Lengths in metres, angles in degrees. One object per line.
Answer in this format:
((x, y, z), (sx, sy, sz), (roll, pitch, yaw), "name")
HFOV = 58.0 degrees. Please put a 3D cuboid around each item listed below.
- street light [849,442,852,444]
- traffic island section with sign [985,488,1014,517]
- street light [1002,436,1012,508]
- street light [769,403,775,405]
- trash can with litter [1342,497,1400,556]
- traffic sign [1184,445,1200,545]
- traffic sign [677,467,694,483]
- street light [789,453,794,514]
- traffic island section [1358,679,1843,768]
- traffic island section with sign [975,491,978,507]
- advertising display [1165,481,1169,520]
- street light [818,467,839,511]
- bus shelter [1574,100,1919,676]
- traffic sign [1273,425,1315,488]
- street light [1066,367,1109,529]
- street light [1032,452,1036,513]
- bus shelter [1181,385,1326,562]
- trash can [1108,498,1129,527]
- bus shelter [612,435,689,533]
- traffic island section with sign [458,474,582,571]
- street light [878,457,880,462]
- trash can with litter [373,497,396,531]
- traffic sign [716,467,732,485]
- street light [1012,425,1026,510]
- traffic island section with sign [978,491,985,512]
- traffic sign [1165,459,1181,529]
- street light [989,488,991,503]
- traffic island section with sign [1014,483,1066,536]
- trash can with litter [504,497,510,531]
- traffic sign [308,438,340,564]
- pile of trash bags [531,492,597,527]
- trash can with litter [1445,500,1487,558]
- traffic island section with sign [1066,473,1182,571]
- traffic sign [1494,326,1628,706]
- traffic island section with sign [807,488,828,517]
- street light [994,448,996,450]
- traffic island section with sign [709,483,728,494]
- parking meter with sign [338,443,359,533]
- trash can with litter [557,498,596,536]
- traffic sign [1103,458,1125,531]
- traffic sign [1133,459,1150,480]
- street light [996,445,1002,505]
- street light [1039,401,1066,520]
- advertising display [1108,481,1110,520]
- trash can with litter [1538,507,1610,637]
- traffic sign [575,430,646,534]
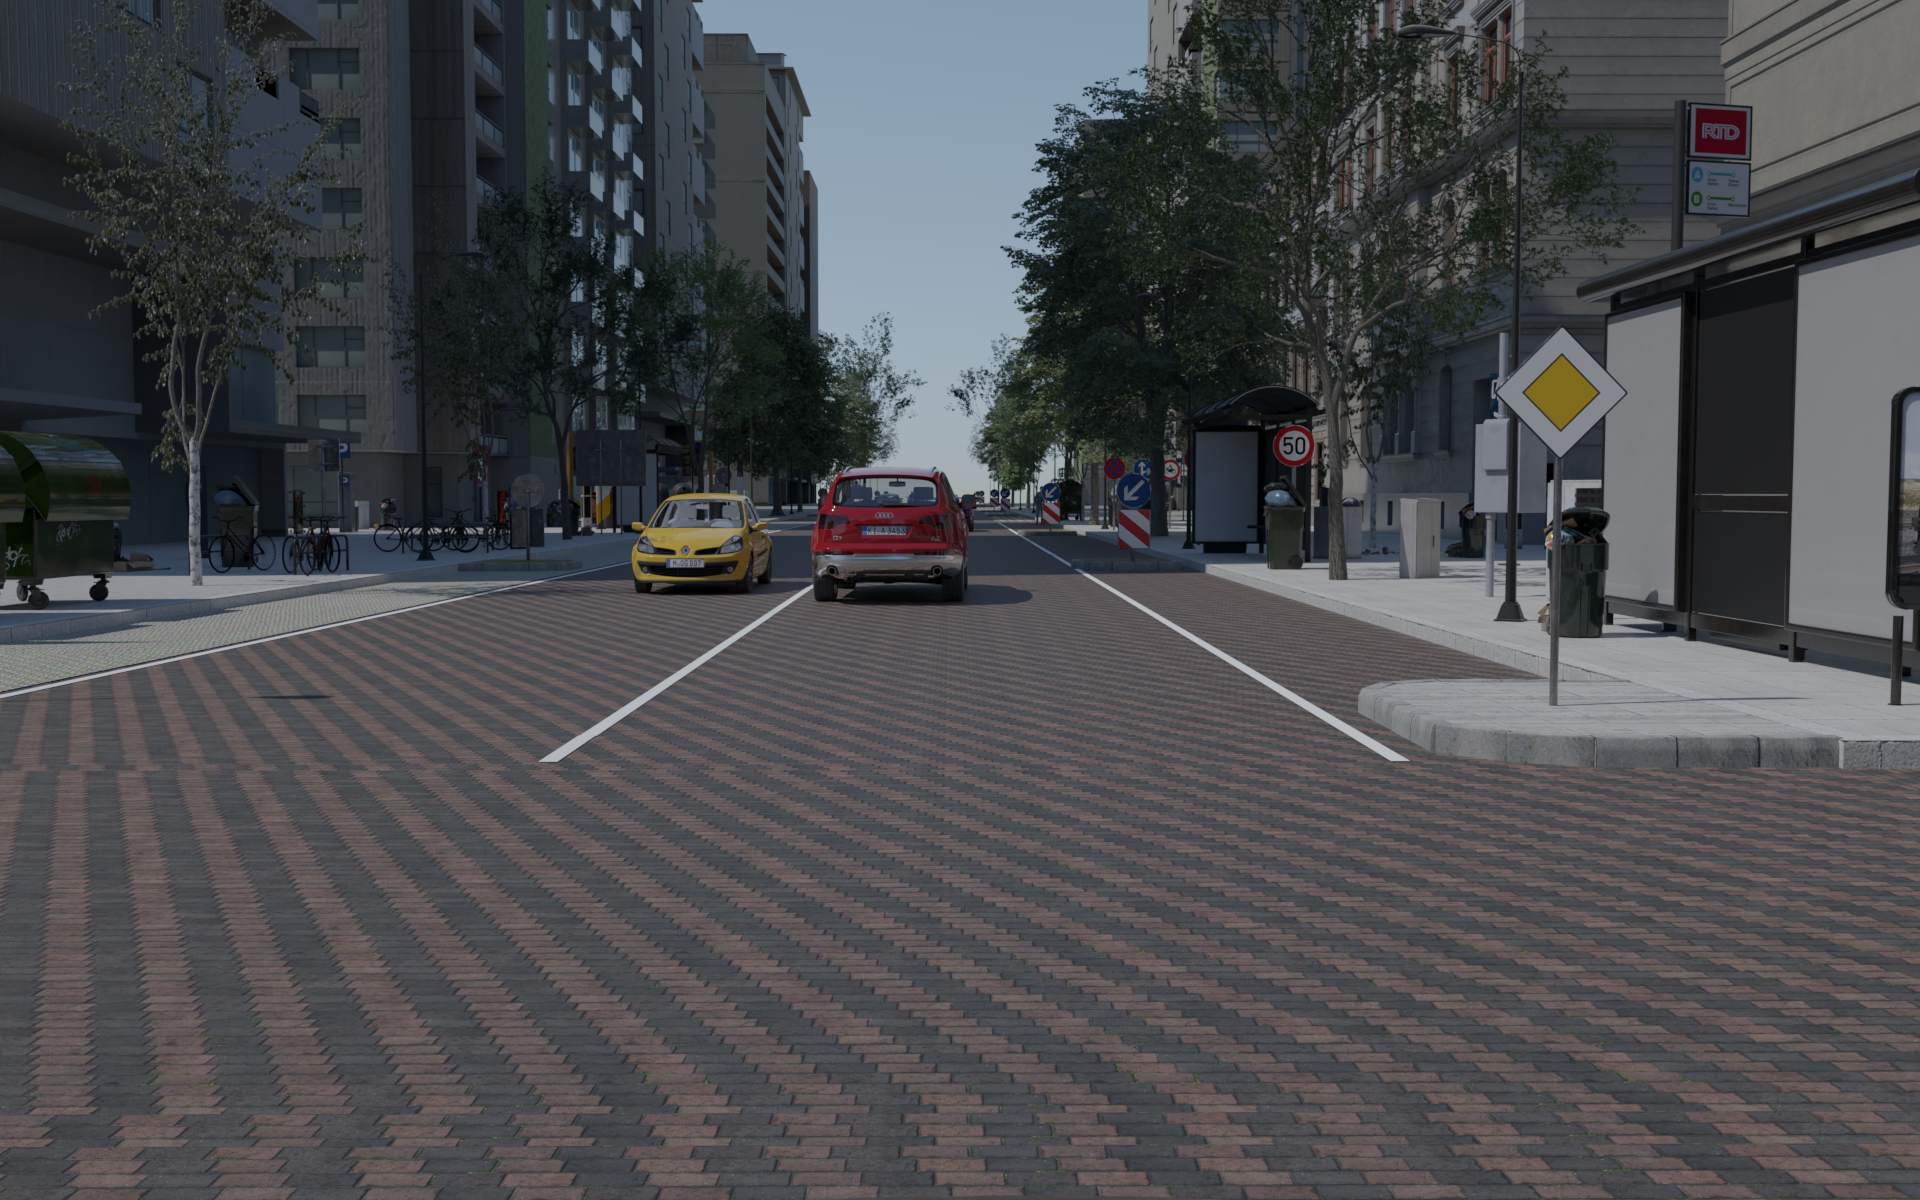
((-10.373, -11.213, 155.874), (1.470, 5.913, 1.316), (0, 4, 0), "street light")
((2.744, -6.205, 110.071), (1.989, 1.847, 2.006), (0, 4, 0), "traffic island section with sign")
((4.320, -10.195, 139.229), (1.470, 5.913, 1.316), (0, 4, 0), "street light")
((-10.023, -7.046, 87.749), (1.470, 5.913, 1.316), (0, 4, 0), "street light")
((8.672, -1.585, 36.973), (2.233, 1.210, 1.678), (-2, 4, -32), "trash can with litter")
((5.976, -2.645, 43.344), (0.768, 2.556, 0.104), (0, 4, 1), "traffic sign")
((-12.421, -4.784, 78.328), (0.768, 2.556, 0.104), (0, 4, 3), "traffic sign")
((-10.190, -8.418, 110.181), (1.470, 5.913, 1.316), (0, 4, 0), "street light")
((3.617, 0.720, 10.512), (2.009, 0.180, 2.903), (0, 4, 0), "traffic island section")
((2.298, -11.239, 192.386), (1.989, 1.847, 2.006), (0, 4, 0), "traffic island section with sign")
((10.035, -4.869, 84.827), (0.123, 1.923, 0.974), (3, 4, 37), "advertising display")
((-10.242, -9.841, 133.442), (1.470, 5.913, 1.316), (0, 4, 0), "street light")
((7.118, -2.310, 15.404), (2.179, 5.291, 8.768), (0, 4, 0), "bus shelter")
((6.155, -1.948, 31.961), (0.768, 2.556, 0.104), (1, 4, 8), "traffic sign")
((4.724, -5.516, 62.720), (1.470, 5.913, 1.316), (0, 4, 0), "street light")
((4.623, -7.440, 94.189), (1.470, 5.913, 1.316), (0, 4, 0), "street light")
((5.815, -2.507, 34.913), (2.014, 3.302, 5.546), (0, 4, 0), "bus shelter")
((6.073, -3.401, 67.256), (0.748, 1.137, 0.748), (0, 3, 0), "trash can")
((-10.808, -4.042, 60.006), (2.014, 3.302, 5.546), (0, 4, 0), "bus shelter")
((-8.253, -1.477, 32.781), (1.989, 1.847, 2.006), (0, 4, 0), "traffic island section with sign")
((-10.632, -14.854, 215.400), (1.470, 5.913, 1.316), (0, 4, 0), "street light")
((-20.155, -3.003, 60.491), (1.055, 1.170, 0.624), (3, 5, 40), "trash can with litter")
((-11.129, -4.985, 81.611), (0.768, 2.556, 0.104), (0, 4, 1), "traffic sign")
((4.449, -8.823, 116.797), (1.470, 5.913, 1.316), (0, 4, 0), "street light")
((2.598, -7.858, 137.109), (1.989, 1.847, 2.006), (0, 4, 0), "traffic island section with sign")
((7.719, -3.888, 63.671), (0.768, 2.556, 0.104), (0, 3, 0), "traffic sign")
((3.942, -13.832, 198.701), (1.470, 5.913, 1.316), (0, 4, 0), "street light")
((3.019, -3.164, 60.365), (1.989, 1.847, 2.006), (0, 4, 0), "traffic island section with sign")
((-15.404, -3.011, 60.616), (1.055, 1.170, 0.624), (-1, 4, -18), "trash can with litter")
((-11.680, -1.816, 31.817), (0.606, 2.300, 0.079), (0, 4, 7), "traffic sign")
((-15.659, -3.545, 67.713), (3.447, 1.369, 1.912), (0, 4, 8), "pile of trash bags")
((10.201, -1.446, 35.022), (0.624, 1.170, 1.055), (-1, 4, -21), "trash can with litter")
((3.164, -1.516, 33.410), (1.989, 1.847, 2.006), (0, 4, 0), "traffic island section with sign")
((3.594, -0.415, 10.435), (0.795, 2.450, 0.064), (0, 4, 0), "traffic sign")
((-8.679, -6.212, 110.200), (1.989, 1.847, 2.006), (0, 4, 0), "traffic island section with sign")
((4.186, -12.461, 176.270), (1.470, 5.913, 1.316), (0, 4, 0), "street light")
((-8.401, -3.157, 60.246), (1.989, 1.847, 2.006), (0, 4, 0), "traffic island section with sign")
((-20.665, -3.801, 58.413), (0.543, 3.016, 1.738), (-1, 4, -9), "parking meter with sign")
((-11.756, -2.550, 53.075), (0.624, 1.170, 1.055), (3, 5, 42), "trash can with litter")
((5.393, -3.701, 60.615), (0.768, 2.556, 0.104), (0, 3, 0), "traffic sign")
((6.745, -3.889, 63.697), (0.768, 2.556, 0.104), (0, 4, 2), "traffic sign")
((4.328, -11.594, 162.108), (1.470, 5.913, 1.316), (0, 4, 0), "street light")
((4.714, -6.912, 85.552), (1.470, 5.913, 1.316), (0, 4, 0), "street light")
((7.720, -4.864, 84.743), (0.974, 1.923, 0.123), (0, 4, 1), "advertising display")
((5.510, -0.270, 15.796), (0.624, 1.170, 1.055), (0, 4, 3), "trash can with litter")
((-11.054, -3.730, 54.853), (2.265, 3.308, 0.079), (0, 4, 4), "traffic sign")
